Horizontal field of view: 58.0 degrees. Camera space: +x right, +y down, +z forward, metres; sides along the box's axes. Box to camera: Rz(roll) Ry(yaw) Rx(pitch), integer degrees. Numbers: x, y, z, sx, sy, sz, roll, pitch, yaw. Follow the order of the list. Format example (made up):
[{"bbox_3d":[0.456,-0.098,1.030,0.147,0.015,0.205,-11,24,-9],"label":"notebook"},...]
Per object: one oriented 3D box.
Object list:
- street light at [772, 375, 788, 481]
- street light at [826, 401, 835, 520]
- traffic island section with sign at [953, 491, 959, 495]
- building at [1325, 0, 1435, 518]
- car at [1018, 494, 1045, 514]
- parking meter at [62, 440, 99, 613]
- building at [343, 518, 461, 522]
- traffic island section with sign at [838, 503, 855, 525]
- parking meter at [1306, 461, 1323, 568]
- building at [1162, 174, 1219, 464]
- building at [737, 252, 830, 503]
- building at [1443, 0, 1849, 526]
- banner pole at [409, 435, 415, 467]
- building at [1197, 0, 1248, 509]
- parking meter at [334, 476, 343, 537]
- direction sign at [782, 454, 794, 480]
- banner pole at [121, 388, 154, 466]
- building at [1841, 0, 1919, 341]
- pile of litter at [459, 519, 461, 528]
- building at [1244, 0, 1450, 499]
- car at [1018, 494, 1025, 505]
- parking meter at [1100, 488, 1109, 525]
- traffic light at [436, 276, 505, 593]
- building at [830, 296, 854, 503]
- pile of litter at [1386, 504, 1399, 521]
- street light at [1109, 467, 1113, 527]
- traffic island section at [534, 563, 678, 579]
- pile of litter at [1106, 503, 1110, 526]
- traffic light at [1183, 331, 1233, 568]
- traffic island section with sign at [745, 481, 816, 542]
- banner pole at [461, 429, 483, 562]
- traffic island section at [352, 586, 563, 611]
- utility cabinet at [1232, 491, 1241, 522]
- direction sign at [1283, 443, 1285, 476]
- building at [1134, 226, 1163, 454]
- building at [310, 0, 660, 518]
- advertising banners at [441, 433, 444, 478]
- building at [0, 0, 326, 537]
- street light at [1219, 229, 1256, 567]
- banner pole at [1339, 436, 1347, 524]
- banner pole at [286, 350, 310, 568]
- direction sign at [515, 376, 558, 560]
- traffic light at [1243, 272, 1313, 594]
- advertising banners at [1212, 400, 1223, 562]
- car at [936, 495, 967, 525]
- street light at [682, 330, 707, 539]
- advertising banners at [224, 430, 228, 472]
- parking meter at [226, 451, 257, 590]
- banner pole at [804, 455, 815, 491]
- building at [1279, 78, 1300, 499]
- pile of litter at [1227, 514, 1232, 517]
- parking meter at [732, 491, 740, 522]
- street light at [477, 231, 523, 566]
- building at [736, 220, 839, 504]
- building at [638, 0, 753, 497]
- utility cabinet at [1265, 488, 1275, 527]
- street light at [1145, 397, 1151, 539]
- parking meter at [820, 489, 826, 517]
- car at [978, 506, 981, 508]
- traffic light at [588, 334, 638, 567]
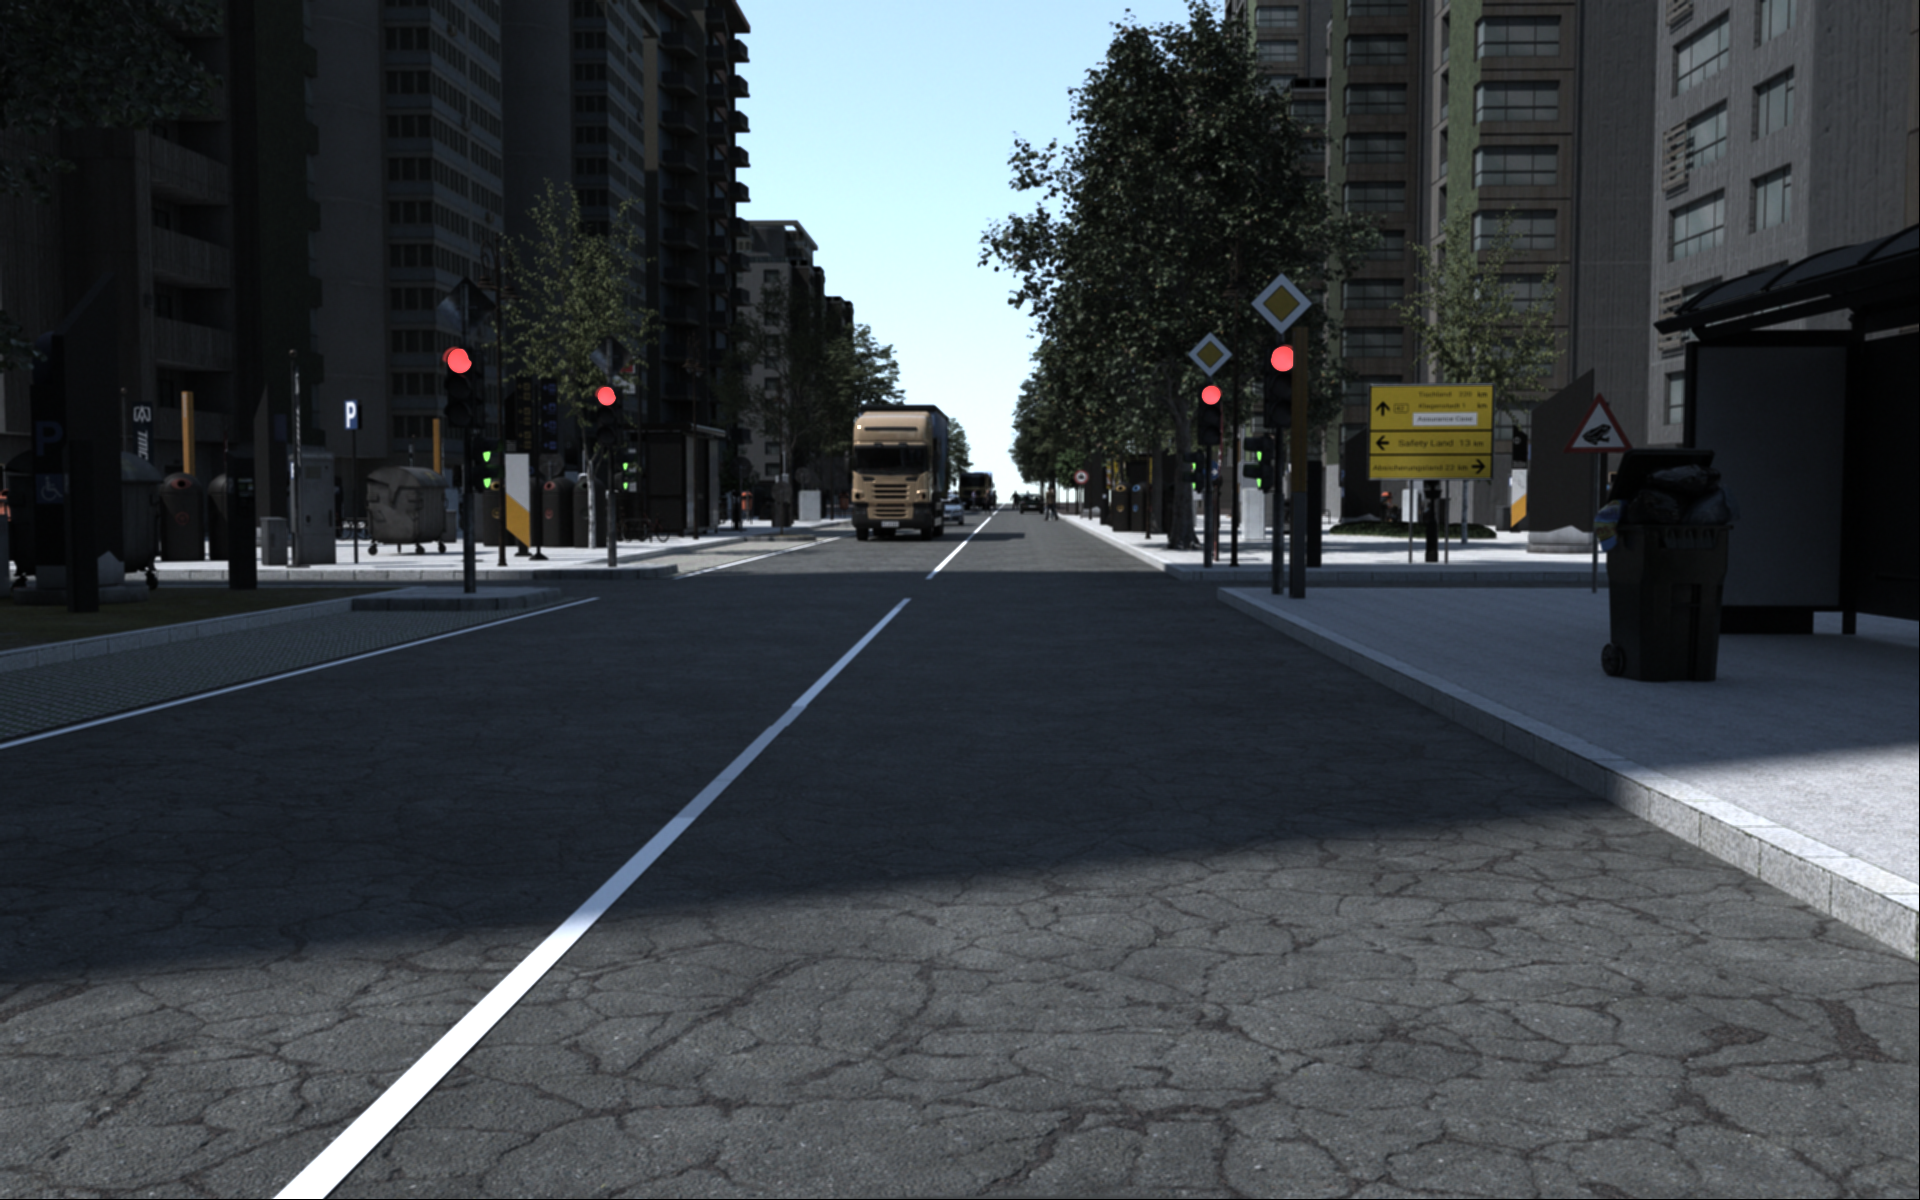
[{"bbox_3d":[-6.974,-5.783,67.339,0.468,5.910,1.993,0,4,2],"label":"street light"},{"bbox_3d":[-6.366,-6.916,85.857,0.468,5.910,1.993,0,4,2],"label":"street light"},{"bbox_3d":[0.410,-14.150,239.975,1.989,1.847,2.006,0,4,2],"label":"traffic island section with sign"},{"bbox_3d":[27.429,-19.919,97.383,14.160,30.474,14.107,0,4,2],"label":"building"},{"bbox_3d":[5.243,-7.147,126.646,2.009,1.686,4.222,0,4,1],"label":"car"},{"bbox_3d":[-9.597,-0.806,18.897,0.255,1.863,0.399,-3,5,-39],"label":"parking meter"},{"bbox_3d":[-36.810,-24.148,86.698,32.217,40.220,23.993,0,4,2],"label":"building"},{"bbox_3d":[-4.590,-4.387,80.351,1.989,1.847,2.006,0,4,2],"label":"traffic island section with sign"},{"bbox_3d":[6.216,-1.509,30.386,0.255,1.863,0.399,1,4,13],"label":"parking meter"},{"bbox_3d":[36.309,-34.630,220.828,22.147,44.769,28.867,0,4,2],"label":"building"},{"bbox_3d":[-24.111,-26.886,211.295,14.160,30.474,14.107,0,4,2],"label":"building"},{"bbox_3d":[27.834,-23.938,74.976,14.154,41.232,14.086,0,4,2],"label":"building"},{"bbox_3d":[-23.155,-5.093,73.283,0.401,3.779,0.863,0,4,2],"label":"banner pole"},{"bbox_3d":[32.752,-43.801,154.402,20.563,71.187,20.611,0,4,2],"label":"building"},{"bbox_3d":[-18.456,-2.782,51.202,0.399,1.863,0.255,-2,4,-32],"label":"parking meter"},{"bbox_3d":[-9.801,-6.512,98.473,0.876,3.537,0.379,2,4,25],"label":"direction sign"},{"bbox_3d":[-19.501,-3.119,41.020,0.863,3.779,0.401,-1,4,-11],"label":"banner pole"},{"bbox_3d":[28.782,-22.265,47.624,14.086,41.232,14.154,0,4,2],"label":"building"},{"bbox_3d":[-18.862,-3.178,65.933,1.719,0.858,1.176,-3,5,-39],"label":"pile of litter"},{"bbox_3d":[29.458,-27.754,137.380,14.154,41.232,14.086,0,4,2],"label":"building"},{"bbox_3d":[7.595,-11.970,207.506,2.131,1.459,4.920,0,4,1],"label":"car"},{"bbox_3d":[6.038,-3.904,72.249,0.372,1.533,0.369,0,3,0],"label":"parking meter"},{"bbox_3d":[-6.353,-2.048,22.398,0.839,4.253,0.868,0,4,2],"label":"traffic light"},{"bbox_3d":[-22.834,-29.211,249.303,14.160,30.474,14.107,0,4,2],"label":"building"},{"bbox_3d":[18.382,-3.699,74.451,1.719,0.858,1.176,-3,4,-36],"label":"pile of litter"},{"bbox_3d":[5.955,-5.812,67.821,0.468,5.910,1.993,0,4,2],"label":"street light"},{"bbox_3d":[-6.143,-0.504,30.515,2.009,0.180,2.903,0,4,2],"label":"traffic island section"},{"bbox_3d":[6.551,-3.472,70.740,1.176,0.858,1.719,2,4,31],"label":"pile of litter"},{"bbox_3d":[4.303,-2.517,30.071,0.839,4.253,0.868,0,4,2],"label":"traffic light"},{"bbox_3d":[-5.440,-2.707,52.892,1.989,1.847,2.006,0,4,2],"label":"traffic island section with sign"},{"bbox_3d":[-9.255,-2.628,32.982,0.401,3.779,0.863,0,4,-1],"label":"banner pole"},{"bbox_3d":[-6.393,-0.015,22.534,2.009,0.180,2.903,0,4,2],"label":"traffic island section"},{"bbox_3d":[12.891,-4.260,78.326,1.173,1.500,0.318,2,4,31],"label":"utility cabinet"},{"bbox_3d":[14.234,-5.170,76.533,0.379,3.537,0.876,1,4,22],"label":"direction sign"},{"bbox_3d":[35.752,-43.242,249.005,21.231,58.520,28.212,0,4,2],"label":"building"},{"bbox_3d":[-34.896,-26.070,118.118,32.217,40.220,23.993,0,4,2],"label":"building"},{"bbox_3d":[-14.764,-3.247,49.273,0.090,3.025,2.074,-1,4,-12],"label":"advertising banners"},{"bbox_3d":[-28.615,-17.083,51.004,14.160,30.474,14.107,0,4,2],"label":"building"},{"bbox_3d":[4.856,-3.529,30.493,0.468,5.910,1.993,0,4,2],"label":"street light"},{"bbox_3d":[16.351,-5.139,74.039,0.401,3.779,0.863,2,4,34],"label":"banner pole"},{"bbox_3d":[-11.442,-2.440,29.915,0.401,3.779,0.863,-2,4,-28],"label":"banner pole"},{"bbox_3d":[-8.203,-2.546,33.618,0.876,3.537,0.379,-3,5,-42],"label":"direction sign"},{"bbox_3d":[4.053,-2.029,22.089,0.839,4.253,0.868,0,4,2],"label":"traffic light"},{"bbox_3d":[4.925,-2.263,33.192,0.090,3.025,2.074,0,4,5],"label":"advertising banners"},{"bbox_3d":[-0.690,-4.194,80.575,2.014,1.417,4.499,0,4,0],"label":"car"},{"bbox_3d":[-7.499,-4.662,49.011,0.468,5.910,1.993,0,4,2],"label":"street light"},{"bbox_3d":[-19.629,-3.091,46.723,0.090,3.025,2.074,-2,4,-32],"label":"advertising banners"},{"bbox_3d":[-9.665,-1.076,23.297,0.255,1.863,0.399,-3,5,-44],"label":"parking meter"},{"bbox_3d":[-8.877,-6.817,101.482,0.863,3.779,0.401,1,4,19],"label":"banner pole"},{"bbox_3d":[29.490,-21.525,123.630,14.160,30.474,14.107,0,4,2],"label":"building"},{"bbox_3d":[15.370,-4.955,94.980,1.176,0.858,1.719,-2,4,-33],"label":"pile of litter"},{"bbox_3d":[-10.173,-4.309,78.869,0.372,1.533,0.369,0,3,0],"label":"parking meter"},{"bbox_3d":[-8.155,-3.541,30.687,0.468,5.910,1.993,0,4,2],"label":"street light"},{"bbox_3d":[-32.374,-32.930,230.279,32.217,40.220,23.993,0,4,2],"label":"building"},{"bbox_3d":[-29.567,-29.972,144.667,22.147,44.769,28.867,0,4,2],"label":"building"},{"bbox_3d":[11.820,-3.554,66.792,0.318,1.500,1.173,2,4,33],"label":"utility cabinet"},{"bbox_3d":[5.392,-4.692,49.494,0.468,5.910,1.993,0,4,2],"label":"street light"},{"bbox_3d":[-7.647,-5.567,96.730,0.255,1.863,0.399,-2,4,-31],"label":"parking meter"},{"bbox_3d":[1.325,-10.454,181.142,2.015,1.641,3.980,0,4,3],"label":"car"},{"bbox_3d":[-6.104,-2.536,30.379,0.839,4.253,0.868,0,4,2],"label":"traffic light"}]
